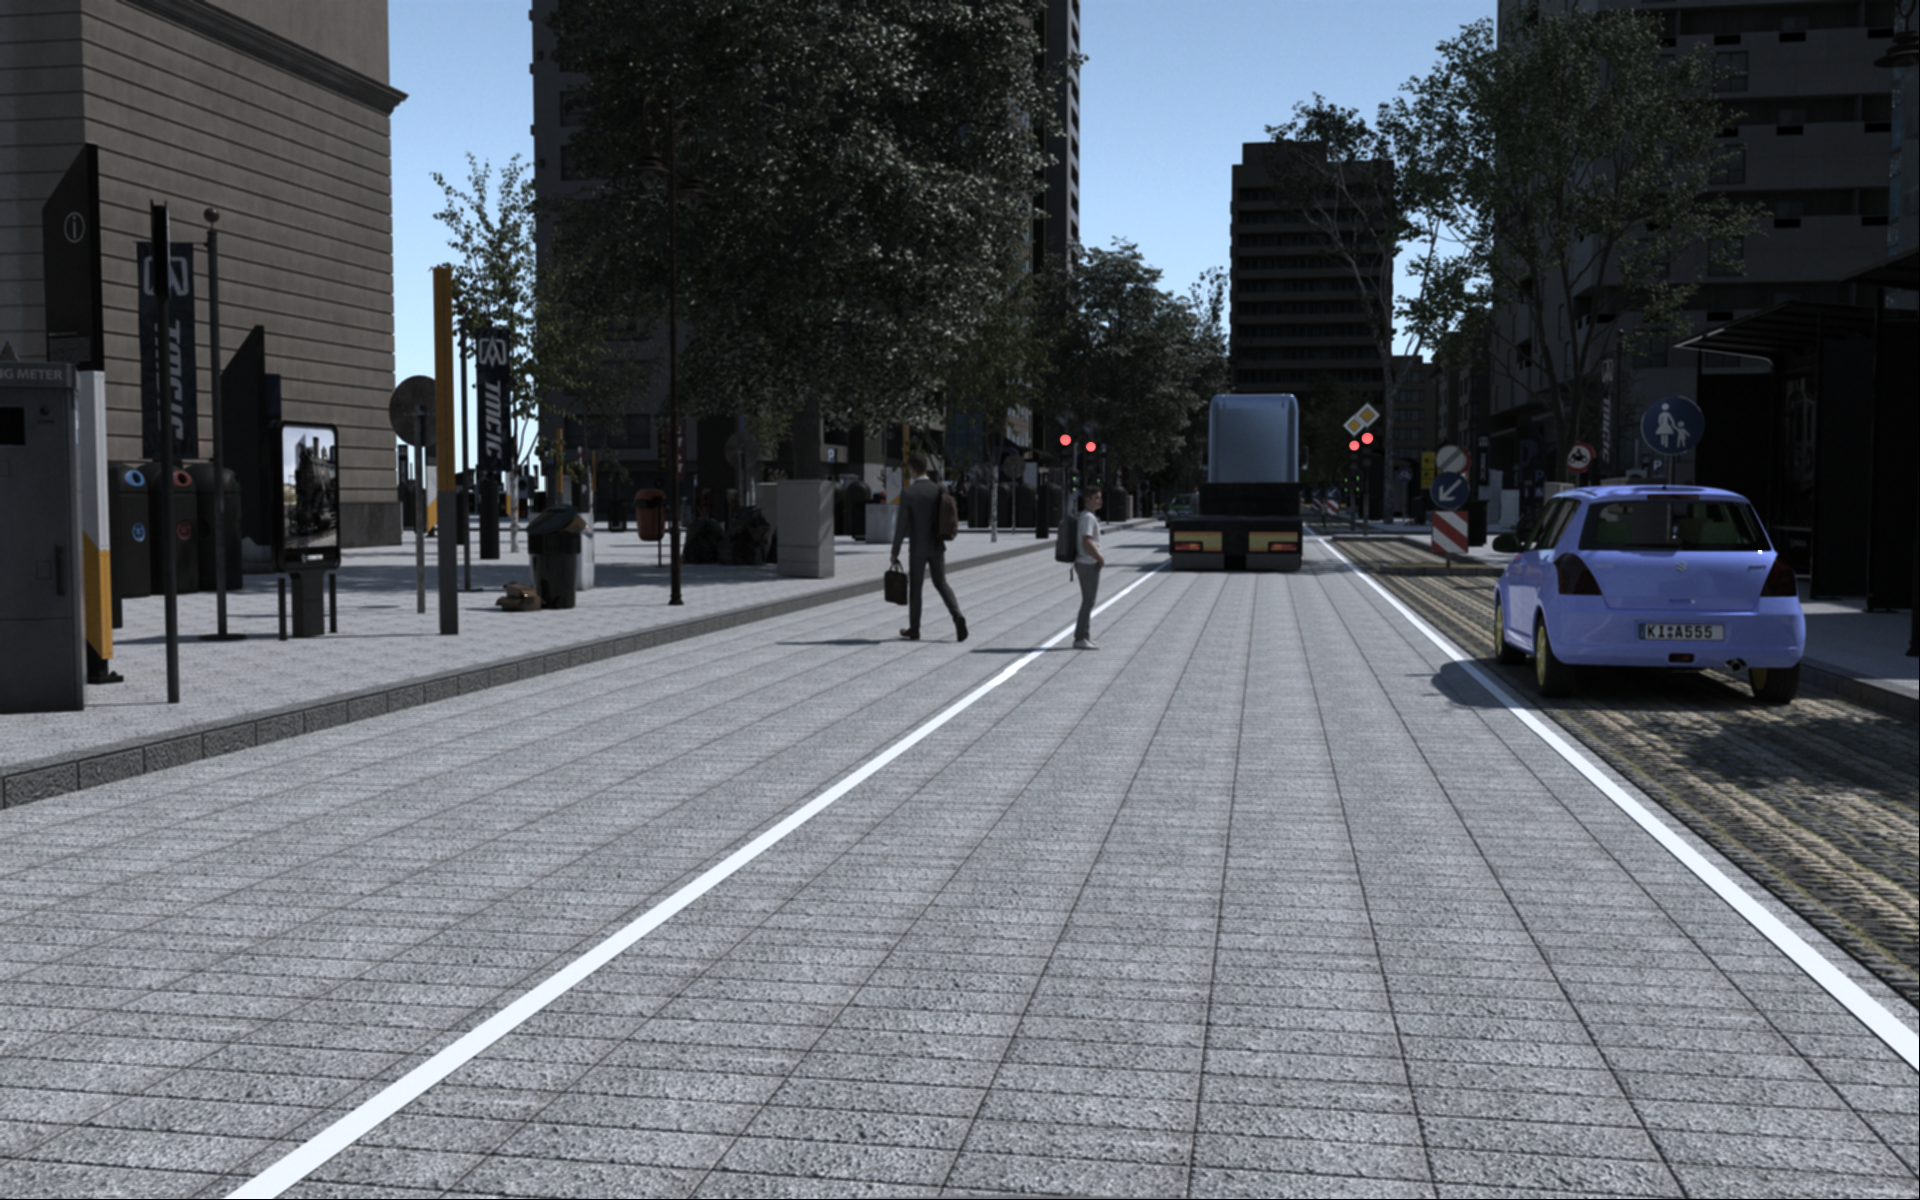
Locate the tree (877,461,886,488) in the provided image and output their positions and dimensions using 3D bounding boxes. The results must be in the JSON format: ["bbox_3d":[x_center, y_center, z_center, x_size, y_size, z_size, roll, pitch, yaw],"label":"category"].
[{"bbox_3d":[-3.299,-5.774,89.006,1.663,3.219,1.824,0,3,0],"label":"tree"}]

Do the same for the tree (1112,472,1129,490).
[{"bbox_3d":[12.302,-8.565,134.645,1.663,3.219,1.824,0,3,0],"label":"tree"}]

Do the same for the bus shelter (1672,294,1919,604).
[{"bbox_3d":[11.390,-1.993,23.876,1.731,3.624,6.357,1,4,10],"label":"bus shelter"}]

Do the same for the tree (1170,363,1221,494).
[{"bbox_3d":[20.727,-15.108,157.383,12.009,13.543,11.850,0,3,0],"label":"tree"}]

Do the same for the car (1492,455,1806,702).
[{"bbox_3d":[5.132,-0.226,13.279,1.945,1.707,3.694,1,4,10],"label":"car"}]

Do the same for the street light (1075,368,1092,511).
[{"bbox_3d":[4.520,-5.546,63.469,0.468,5.910,1.993,1,4,10],"label":"street light"}]

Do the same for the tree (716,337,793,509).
[{"bbox_3d":[-8.856,-7.676,75.861,4.737,8.622,4.395,0,3,0],"label":"tree"}]

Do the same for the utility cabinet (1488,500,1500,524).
[{"bbox_3d":[22.723,-3.855,74.188,1.020,1.237,0.306,-3,5,-43],"label":"utility cabinet"}]

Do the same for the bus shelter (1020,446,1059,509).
[{"bbox_3d":[2.981,-4.995,75.586,2.014,3.302,5.546,1,4,10],"label":"bus shelter"}]

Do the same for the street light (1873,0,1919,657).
[{"bbox_3d":[7.582,-2.492,13.524,0.468,5.910,1.993,1,4,10],"label":"street light"}]

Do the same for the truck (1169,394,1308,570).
[{"bbox_3d":[6.808,-3.132,40.966,2.967,4.110,18.799,1,4,11],"label":"truck"}]

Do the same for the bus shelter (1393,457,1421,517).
[{"bbox_3d":[24.464,-6.250,96.119,2.014,3.302,5.546,1,4,10],"label":"bus shelter"}]

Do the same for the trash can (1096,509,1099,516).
[{"bbox_3d":[8.112,-5.392,99.810,0.748,1.137,0.748,0,3,0],"label":"trash can"}]

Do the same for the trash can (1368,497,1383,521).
[{"bbox_3d":[21.956,-4.873,91.319,0.748,1.137,0.748,0,3,0],"label":"trash can"}]

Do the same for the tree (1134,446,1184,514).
[{"bbox_3d":[12.990,-7.970,114.016,4.285,4.588,4.351,0,3,0],"label":"tree"}]

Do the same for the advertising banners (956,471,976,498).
[{"bbox_3d":[0.474,-8.088,128.422,0.090,3.025,2.074,-3,5,-44],"label":"advertising banners"}]

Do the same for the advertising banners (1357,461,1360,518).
[{"bbox_3d":[21.697,-5.929,93.133,0.090,3.025,2.074,2,4,35],"label":"advertising banners"}]

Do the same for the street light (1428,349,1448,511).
[{"bbox_3d":[14.350,-4.854,52.148,0.468,5.910,1.993,1,4,10],"label":"street light"}]

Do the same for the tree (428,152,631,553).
[{"bbox_3d":[-9.596,-5.336,37.610,4.737,8.622,4.395,0,3,0],"label":"tree"}]

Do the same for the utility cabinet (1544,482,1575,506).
[{"bbox_3d":[11.283,-1.463,32.597,0.318,1.500,1.173,2,4,32],"label":"utility cabinet"}]

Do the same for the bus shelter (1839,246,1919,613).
[{"bbox_3d":[9.798,-1.490,15.642,1.731,3.624,6.357,1,4,10],"label":"bus shelter"}]

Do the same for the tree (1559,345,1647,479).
[{"bbox_3d":[31.585,-8.220,84.757,4.360,8.622,3.978,0,3,0],"label":"tree"}]

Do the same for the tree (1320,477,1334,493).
[{"bbox_3d":[37.318,-11.082,175.791,1.663,3.219,1.824,0,3,0],"label":"tree"}]

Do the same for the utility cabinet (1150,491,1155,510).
[{"bbox_3d":[14.890,-7.697,134.528,0.318,1.500,1.173,1,4,12],"label":"utility cabinet"}]

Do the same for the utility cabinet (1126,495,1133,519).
[{"bbox_3d":[8.353,-4.737,88.609,1.020,1.237,0.306,3,5,42],"label":"utility cabinet"}]

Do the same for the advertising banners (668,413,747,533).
[{"bbox_3d":[-5.366,-2.466,36.513,2.074,3.025,0.090,2,4,29],"label":"advertising banners"}]

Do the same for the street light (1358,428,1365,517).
[{"bbox_3d":[22.109,-7.517,95.698,0.468,5.910,1.993,1,4,10],"label":"street light"}]

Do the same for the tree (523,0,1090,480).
[{"bbox_3d":[-2.503,-7.451,28.476,9.857,13.997,8.962,0,3,0],"label":"tree"}]

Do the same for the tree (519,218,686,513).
[{"bbox_3d":[-9.849,-5.908,46.954,4.360,8.622,3.978,0,3,0],"label":"tree"}]

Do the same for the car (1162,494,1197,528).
[{"bbox_3d":[9.761,-3.818,74.229,2.131,1.459,4.920,1,4,8],"label":"car"}]

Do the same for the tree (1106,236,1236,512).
[{"bbox_3d":[7.454,-10.941,85.543,9.857,13.997,8.962,0,3,0],"label":"tree"}]

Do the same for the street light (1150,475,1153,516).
[{"bbox_3d":[11.300,-7.911,102.128,0.468,5.910,1.993,1,4,10],"label":"street light"}]

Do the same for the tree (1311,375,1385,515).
[{"bbox_3d":[23.632,-9.485,105.446,4.737,8.622,4.395,0,3,0],"label":"tree"}]

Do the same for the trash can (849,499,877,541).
[{"bbox_3d":[-2.658,-2.188,47.426,0.748,1.137,0.748,0,3,0],"label":"trash can"}]

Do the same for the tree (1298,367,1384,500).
[{"bbox_3d":[27.356,-11.746,126.456,8.767,10.594,7.601,-2,4,-30],"label":"tree"}]

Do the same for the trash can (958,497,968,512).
[{"bbox_3d":[0.182,-4.695,88.421,0.748,1.137,0.748,0,3,0],"label":"trash can"}]

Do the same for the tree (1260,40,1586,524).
[{"bbox_3d":[19.342,-13.239,72.339,12.611,20.169,13.585,0,3,0],"label":"tree"}]

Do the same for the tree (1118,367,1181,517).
[{"bbox_3d":[10.344,-9.018,97.806,4.360,8.622,3.978,0,3,0],"label":"tree"}]

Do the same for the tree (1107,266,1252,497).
[{"bbox_3d":[19.191,-17.569,143.135,12.611,20.169,13.585,0,3,0],"label":"tree"}]

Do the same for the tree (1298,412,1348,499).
[{"bbox_3d":[43.758,-17.880,210.468,7.486,12.596,7.792,0,3,0],"label":"tree"}]

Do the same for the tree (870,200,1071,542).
[{"bbox_3d":[-0.322,-5.364,38.068,4.737,8.622,4.395,0,3,0],"label":"tree"}]

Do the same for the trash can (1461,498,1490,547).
[{"bbox_3d":[12.610,-1.886,42.482,0.748,1.137,0.748,0,3,0],"label":"trash can"}]

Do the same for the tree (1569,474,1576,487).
[{"bbox_3d":[31.087,-5.826,89.859,1.663,3.219,1.824,0,3,0],"label":"tree"}]

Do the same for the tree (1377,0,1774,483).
[{"bbox_3d":[12.566,-6.725,35.715,9.928,11.665,9.643,0,3,0],"label":"tree"}]

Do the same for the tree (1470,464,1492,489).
[{"bbox_3d":[29.802,-6.320,97.929,1.663,3.219,1.824,0,3,0],"label":"tree"}]

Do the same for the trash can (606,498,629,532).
[{"bbox_3d":[-11.494,-2.841,58.103,0.748,1.137,0.748,0,3,0],"label":"trash can"}]

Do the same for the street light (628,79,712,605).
[{"bbox_3d":[-3.290,-2.880,19.881,0.468,5.910,1.993,1,4,10],"label":"street light"}]

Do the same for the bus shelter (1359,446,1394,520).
[{"bbox_3d":[20.884,-5.884,87.483,1.731,3.624,6.357,1,4,10],"label":"bus shelter"}]

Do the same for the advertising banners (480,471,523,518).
[{"bbox_3d":[-23.889,-5.729,89.857,2.074,3.025,0.090,0,4,-6],"label":"advertising banners"}]

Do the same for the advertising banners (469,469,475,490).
[{"bbox_3d":[-34.168,-7.497,118.762,2.074,3.025,0.090,-3,5,-41],"label":"advertising banners"}]

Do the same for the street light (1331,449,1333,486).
[{"bbox_3d":[28.906,-9.879,134.316,0.468,5.910,1.993,1,4,10],"label":"street light"}]
